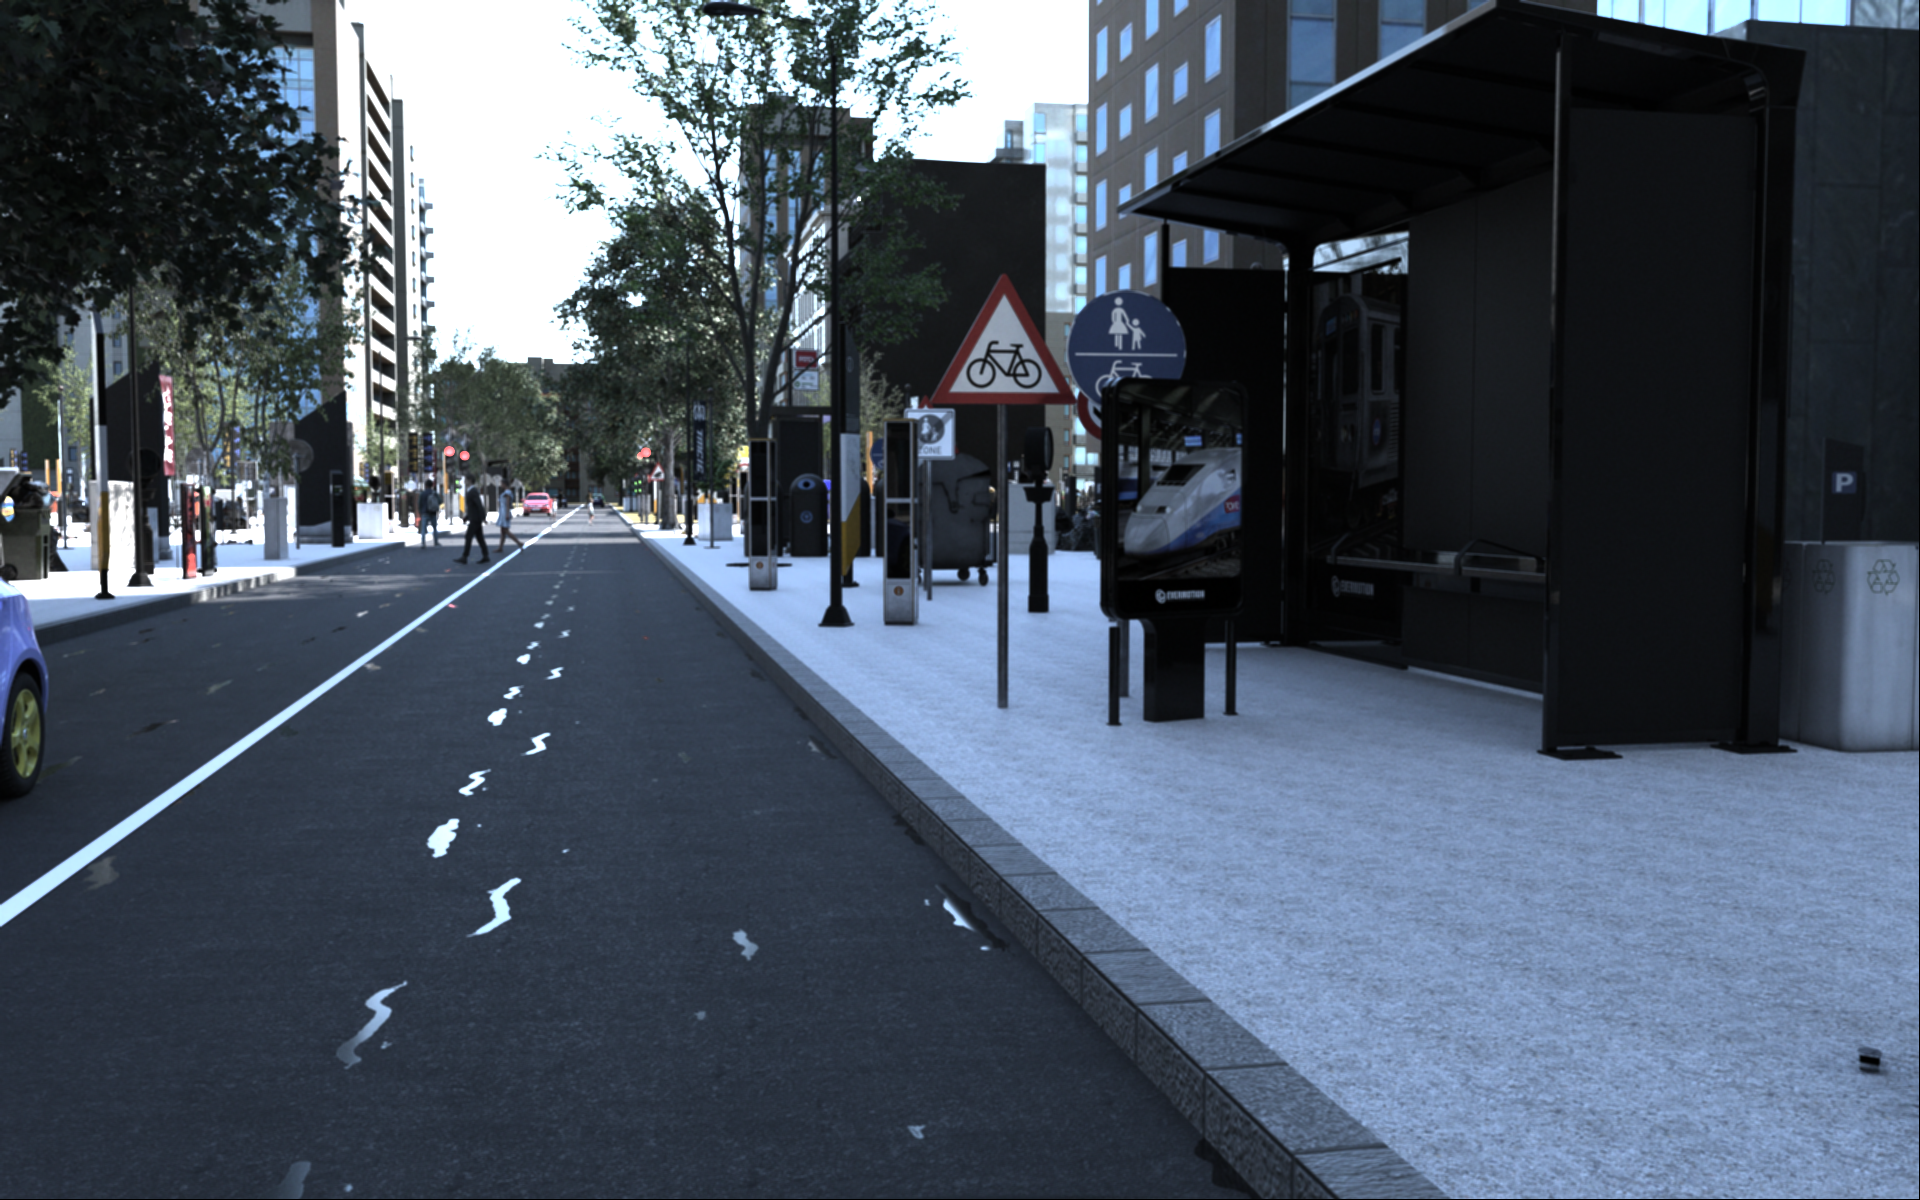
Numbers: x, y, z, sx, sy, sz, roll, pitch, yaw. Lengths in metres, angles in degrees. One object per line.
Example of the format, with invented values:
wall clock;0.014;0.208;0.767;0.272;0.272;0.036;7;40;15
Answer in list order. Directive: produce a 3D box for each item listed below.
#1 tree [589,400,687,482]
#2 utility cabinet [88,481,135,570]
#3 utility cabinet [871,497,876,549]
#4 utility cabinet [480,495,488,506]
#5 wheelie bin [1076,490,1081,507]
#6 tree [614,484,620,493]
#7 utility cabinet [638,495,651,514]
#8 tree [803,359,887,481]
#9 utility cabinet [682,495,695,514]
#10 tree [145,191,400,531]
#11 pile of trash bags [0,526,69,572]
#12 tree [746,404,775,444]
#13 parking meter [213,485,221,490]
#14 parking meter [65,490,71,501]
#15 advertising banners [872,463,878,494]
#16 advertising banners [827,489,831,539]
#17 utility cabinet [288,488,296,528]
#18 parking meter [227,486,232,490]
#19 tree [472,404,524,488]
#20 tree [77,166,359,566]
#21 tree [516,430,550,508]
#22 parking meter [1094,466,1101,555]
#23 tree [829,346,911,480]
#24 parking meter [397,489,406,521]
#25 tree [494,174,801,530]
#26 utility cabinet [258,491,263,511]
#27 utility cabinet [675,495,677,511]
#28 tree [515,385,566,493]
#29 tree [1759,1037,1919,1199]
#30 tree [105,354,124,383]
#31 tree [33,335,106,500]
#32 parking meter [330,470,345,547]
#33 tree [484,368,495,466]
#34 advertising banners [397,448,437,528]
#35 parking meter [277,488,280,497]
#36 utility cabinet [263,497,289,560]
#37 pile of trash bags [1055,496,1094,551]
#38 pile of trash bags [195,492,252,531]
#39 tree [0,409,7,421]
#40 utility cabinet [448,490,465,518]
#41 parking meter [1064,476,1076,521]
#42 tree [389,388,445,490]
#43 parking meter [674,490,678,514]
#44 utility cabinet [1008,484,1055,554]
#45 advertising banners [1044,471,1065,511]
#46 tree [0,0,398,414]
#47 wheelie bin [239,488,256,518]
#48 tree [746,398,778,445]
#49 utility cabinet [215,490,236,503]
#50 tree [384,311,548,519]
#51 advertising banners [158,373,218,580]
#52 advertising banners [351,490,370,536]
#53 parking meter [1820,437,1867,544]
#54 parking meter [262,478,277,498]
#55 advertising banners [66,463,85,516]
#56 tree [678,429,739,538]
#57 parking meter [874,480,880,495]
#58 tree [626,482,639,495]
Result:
tree;-25.330;-14.136;137.772;9.857;13.997;8.962;0;3;0
utility cabinet;-14.257;-1.260;29.272;0.318;1.500;1.173;0;3;0
utility cabinet;-1.835;-1.806;40.692;1.020;1.237;0.306;0;4;6
utility cabinet;-31.312;-6.185;112.284;1.020;1.237;0.306;0;4;4
wheelie bin;8.357;-7.233;126.171;0.980;1.594;0.693;1;4;19
tree;-42.835;-13.761;219.594;1.663;3.219;1.824;0;3;0
utility cabinet;-20.406;-6.167;111.988;0.306;1.237;1.020;-3;5;-42
tree;-6.183;-8.820;94.572;4.737;8.622;4.395;0;3;0
utility cabinet;-16.949;-5.972;108.800;1.020;1.237;0.306;1;4;10
tree;-14.878;-5.336;37.609;4.737;8.622;4.395;0;3;0
pile of trash bags;-15.549;-1.130;28.233;1.912;1.369;3.447;-1;4;-12
tree;-15.523;-11.428;137.209;4.737;8.622;4.395;0;3;0
parking meter;-46.658;-6.305;108.802;0.255;1.863;0.399;3;4;36
parking meter;-53.975;-5.897;104.834;0.372;1.533;0.369;0;3;0
advertising banners;-4.993;-5.559;87.072;2.074;3.025;0.090;-2;4;-23
advertising banners;-3.907;-3.307;50.262;0.090;3.025;2.074;-1;4;-18
utility cabinet;-24.592;-3.402;64.300;0.318;1.500;1.173;-3;4;-38
parking meter;-49.808;-6.884;118.269;0.399;1.863;0.255;0;4;7
tree;-34.459;-10.963;129.600;4.360;8.622;3.978;0;3;0
tree;-13.416;-4.910;30.635;4.360;8.622;3.978;0;3;0
tree;-41.155;-12.905;161.366;4.737;8.622;4.395;0;3;0
parking meter;3.024;-1.867;36.236;0.399;1.863;0.255;3;5;42
tree;-4.511;-8.168;83.903;4.360;8.622;3.978;0;3;0
parking meter;-26.315;-4.478;81.632;0.372;1.533;0.369;0;3;0
tree;-10.449;-8.859;61.859;9.611;12.733;9.660;0;3;0
utility cabinet;-52.559;-7.475;130.892;1.173;1.500;0.318;0;4;2
utility cabinet;-16.542;-5.407;99.566;0.306;1.237;1.020;0;4;2
tree;-42.031;-15.398;169.880;7.486;12.596;7.792;0;3;0
tree;2.367;-4.719;2.906;9.928;11.665;9.643;0;3;0
tree;-28.988;-7.037;65.421;4.737;8.622;4.395;0;3;0
tree;-40.988;-8.004;81.230;4.737;8.622;4.395;0;3;0
parking meter;-15.069;-2.214;41.912;0.255;1.863;0.399;-2;4;-28
tree;-36.789;-13.725;141.414;9.611;12.733;9.660;0;3;0
advertising banners;-20.351;-4.209;65.006;2.074;3.025;0.090;2;4;29
parking meter;-29.688;-4.091;75.293;0.372;1.533;0.369;0;3;0
utility cabinet;-13.502;-1.407;34.166;0.306;1.237;1.020;-1;4;-12
pile of trash bags;2.599;-1.877;40.438;1.912;1.369;3.447;-2;4;-24
pile of trash bags;-26.365;-3.129;60.904;1.912;1.369;3.447;0;4;0
tree;-49.617;-8.274;85.644;4.360;8.622;3.978;0;3;0
utility cabinet;-27.012;-5.174;93.278;1.173;1.500;0.318;0;4;0
parking meter;3.574;-3.082;56.109;0.255;1.863;0.399;-2;4;-26
tree;-36.109;-10.100;115.492;4.360;8.622;3.978;0;3;0
parking meter;-18.532;-6.385;112.803;0.372;1.533;0.369;0;3;0
utility cabinet;1.427;-1.730;36.957;1.173;1.500;0.318;1;4;14
advertising banners;3.454;-4.150;64.048;0.090;3.025;2.074;2;4;34
tree;-9.423;-5.892;13.335;9.611;12.733;9.660;0;3;0
wheelie bin;-38.811;-5.294;94.467;0.980;1.594;0.693;-1;4;-23
tree;-15.253;-10.952;129.434;4.360;8.622;3.978;0;3;0
utility cabinet;-40.868;-5.358;96.286;1.173;1.500;0.318;-3;5;-40
tree;-25.112;-9.364;87.509;8.767;10.594;7.601;0;4;4
advertising banners;-11.668;-1.834;26.180;0.090;3.025;2.074;0;4;-4
advertising banners;-18.891;-3.431;52.291;2.074;3.025;0.090;-2;4;-32
parking meter;9.121;-0.746;17.901;0.399;1.863;0.255;1;4;20
parking meter;-23.163;-3.206;58.128;0.255;1.863;0.399;3;5;42
advertising banners;-50.463;-6.275;98.791;2.074;3.025;0.090;2;4;29
tree;-7.221;-3.419;50.509;1.663;3.219;1.824;0;3;0
parking meter;-3.392;-4.058;72.061;0.255;1.863;0.399;1;4;13
tree;-26.864;-9.164;144.430;1.663;3.219;1.824;0;3;0
